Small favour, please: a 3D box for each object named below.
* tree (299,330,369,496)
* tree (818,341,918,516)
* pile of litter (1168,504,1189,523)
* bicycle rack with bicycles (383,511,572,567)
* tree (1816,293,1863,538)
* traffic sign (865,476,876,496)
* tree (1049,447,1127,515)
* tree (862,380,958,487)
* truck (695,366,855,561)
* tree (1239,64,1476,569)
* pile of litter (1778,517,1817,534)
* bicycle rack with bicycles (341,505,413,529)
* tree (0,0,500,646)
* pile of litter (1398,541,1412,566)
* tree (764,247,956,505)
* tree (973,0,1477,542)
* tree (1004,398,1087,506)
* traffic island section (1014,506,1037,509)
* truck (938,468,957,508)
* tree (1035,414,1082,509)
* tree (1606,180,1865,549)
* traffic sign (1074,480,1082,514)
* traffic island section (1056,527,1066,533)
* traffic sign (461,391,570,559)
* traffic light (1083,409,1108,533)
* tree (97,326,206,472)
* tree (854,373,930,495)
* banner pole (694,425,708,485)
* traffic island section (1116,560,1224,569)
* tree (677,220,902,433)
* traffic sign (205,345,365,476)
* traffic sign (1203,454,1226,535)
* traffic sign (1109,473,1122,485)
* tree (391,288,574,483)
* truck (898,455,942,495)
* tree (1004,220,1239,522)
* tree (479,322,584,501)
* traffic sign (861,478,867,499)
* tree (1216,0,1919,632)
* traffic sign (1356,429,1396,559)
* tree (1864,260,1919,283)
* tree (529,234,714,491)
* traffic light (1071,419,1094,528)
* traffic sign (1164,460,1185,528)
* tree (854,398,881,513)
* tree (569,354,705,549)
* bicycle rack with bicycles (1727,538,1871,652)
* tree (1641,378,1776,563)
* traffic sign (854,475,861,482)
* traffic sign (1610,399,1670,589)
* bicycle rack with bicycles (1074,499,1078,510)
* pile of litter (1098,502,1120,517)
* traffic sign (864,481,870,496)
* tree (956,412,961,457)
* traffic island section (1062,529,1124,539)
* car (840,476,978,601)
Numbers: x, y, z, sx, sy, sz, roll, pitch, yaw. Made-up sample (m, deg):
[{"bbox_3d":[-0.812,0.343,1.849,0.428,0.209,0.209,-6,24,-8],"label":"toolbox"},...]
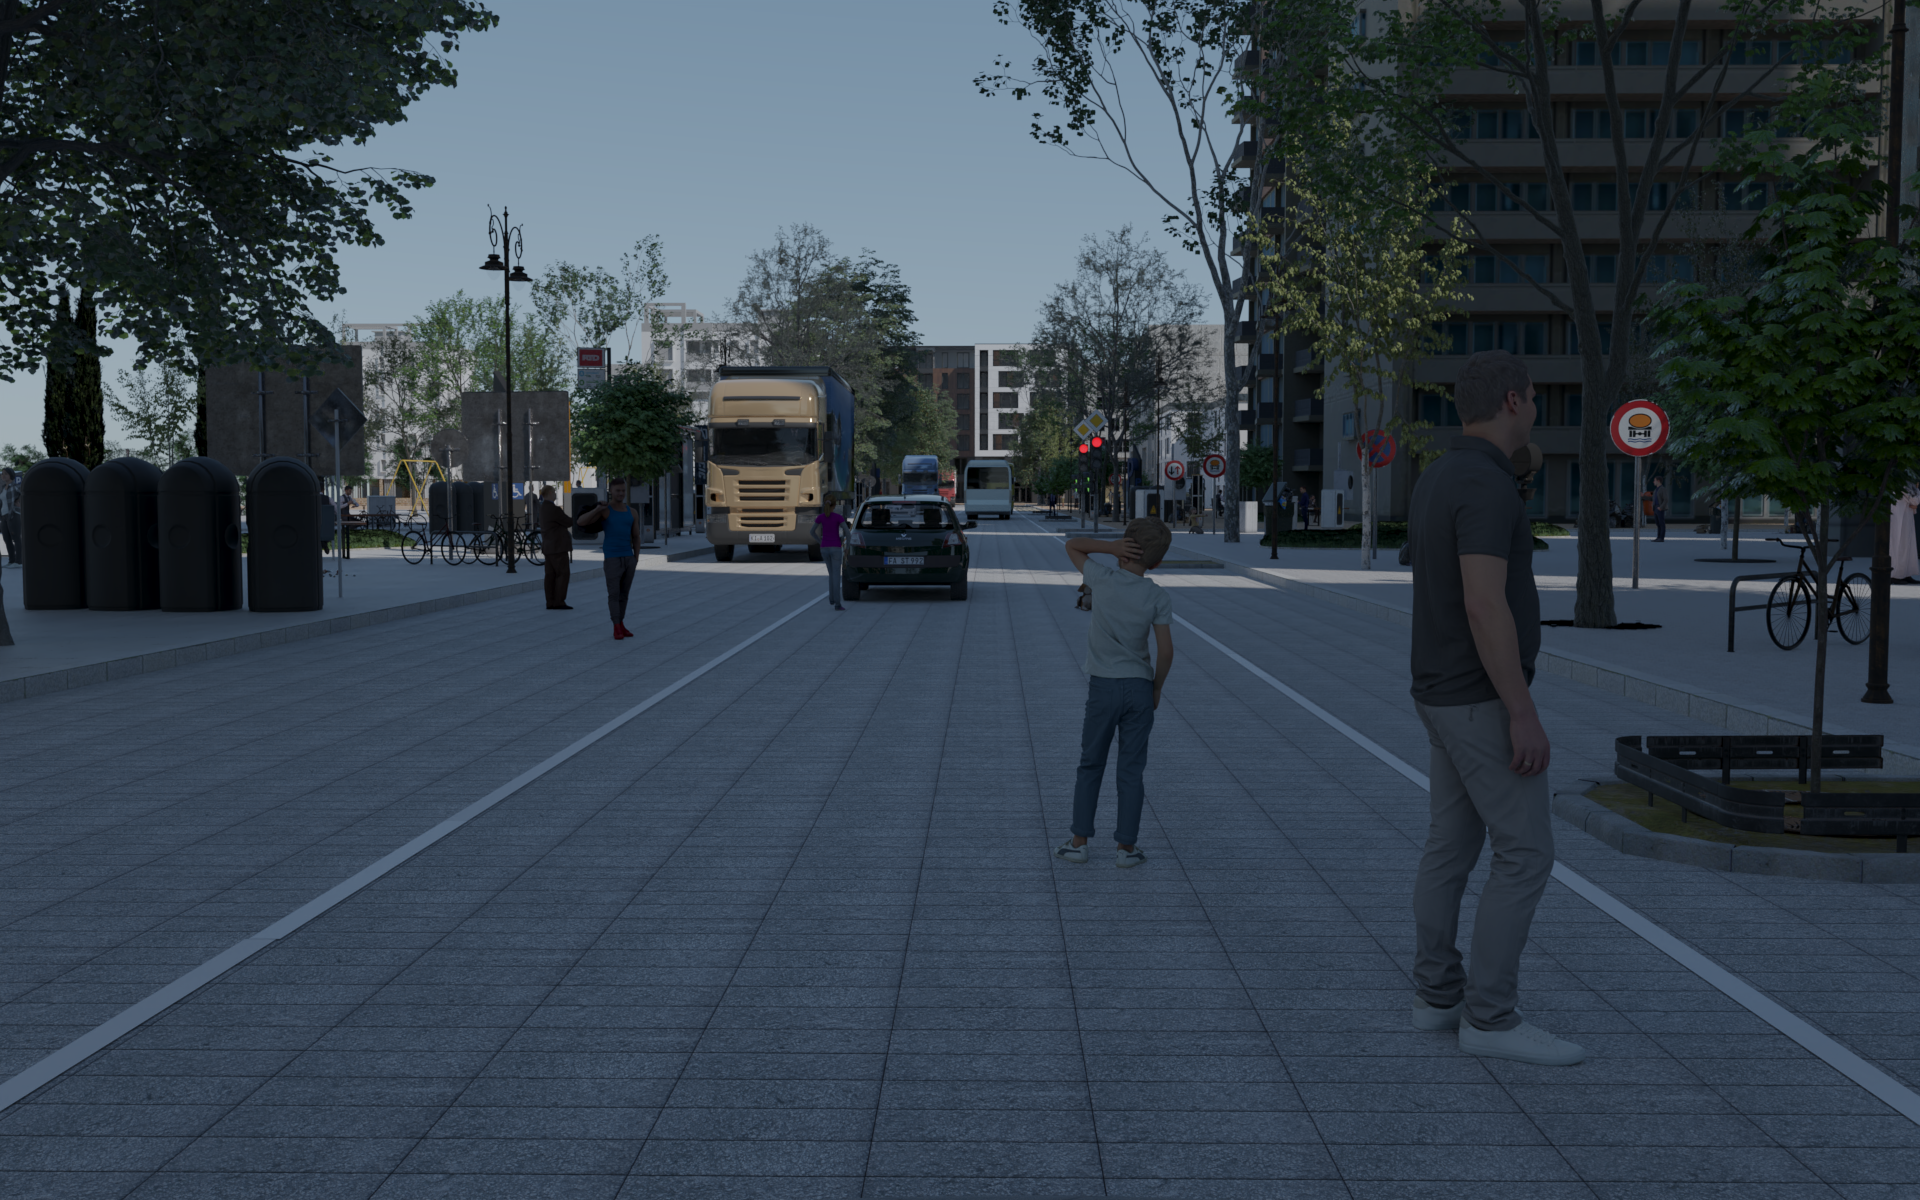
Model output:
[{"bbox_3d":[-27.890,-7.692,76.132,4.737,8.622,4.395,0,3,0],"label":"tree"},{"bbox_3d":[-6.359,-10.186,100.946,8.767,10.594,7.601,1,4,11],"label":"tree"},{"bbox_3d":[9.858,-3.815,76.346,1.719,0.858,1.176,-2,4,-35],"label":"pile of litter"},{"bbox_3d":[-8.368,-1.116,31.631,2.925,0.926,2.852,2,4,35],"label":"bicycle rack with bicycles"},{"bbox_3d":[24.613,-6.089,49.921,4.737,8.622,4.395,0,3,0],"label":"tree"},{"bbox_3d":[-6.220,-7.354,120.350,0.768,2.556,0.104,0,4,2],"label":"traffic sign"},{"bbox_3d":[8.485,-7.520,106.670,4.285,4.588,4.351,0,3,0],"label":"tree"},{"bbox_3d":[-4.937,-15.516,170.690,9.611,12.733,9.660,0,3,0],"label":"tree"},{"bbox_3d":[-4.031,-3.143,40.297,2.839,4.237,11.283,0,4,0],"label":"truck"},{"bbox_3d":[6.822,-4.812,29.044,4.737,8.622,4.395,0,3,0],"label":"tree"},{"bbox_3d":[27.258,-2.575,56.060,1.176,0.858,1.719,-2,4,-35],"label":"pile of litter"},{"bbox_3d":[-18.958,-2.603,55.946,2.925,0.926,2.852,0,4,-4],"label":"bicycle rack with bicycles"},{"bbox_3d":[-8.383,-6.587,14.358,9.857,13.997,8.962,0,3,0],"label":"tree"},{"bbox_3d":[8.591,-1.059,31.288,1.719,0.858,1.176,-3,4,-37],"label":"pile of litter"},{"bbox_3d":[-6.387,-11.255,90.671,9.857,13.997,8.962,0,3,0],"label":"tree"},{"bbox_3d":[6.718,-11.507,44.037,12.611,20.169,13.585,0,3,0],"label":"tree"},{"bbox_3d":[10.186,-18.216,214.834,9.611,12.733,9.660,0,3,0],"label":"tree"},{"bbox_3d":[6.421,-8.825,167.161,1.991,0.108,1.994,0,4,1],"label":"traffic island section"},{"bbox_3d":[-1.679,-12.054,186.001,2.839,4.237,11.283,0,4,0],"label":"truck"},{"bbox_3d":[8.564,-12.320,151.796,4.737,8.622,4.395,0,3,0],"label":"tree"},{"bbox_3d":[17.510,-5.469,39.784,4.360,8.622,3.978,0,3,0],"label":"tree"},{"bbox_3d":[7.697,-6.818,111.470,0.884,2.594,0.081,0,4,7],"label":"traffic sign"},{"bbox_3d":[4.652,-2.627,65.238,2.009,0.180,2.903,0,4,1],"label":"traffic island section"},{"bbox_3d":[-8.808,-2.473,34.303,2.265,3.308,0.079,1,4,10],"label":"traffic sign"},{"bbox_3d":[4.474,-4.172,57.141,0.839,4.253,0.868,0,4,1],"label":"traffic light"},{"bbox_3d":[-33.764,-7.522,73.339,4.737,8.622,4.395,0,3,0],"label":"tree"},{"bbox_3d":[-6.387,-13.797,143.703,7.486,12.596,7.792,0,3,0],"label":"tree"},{"bbox_3d":[-8.068,-3.988,55.218,0.863,3.779,0.401,-1,4,-16],"label":"banner pole"},{"bbox_3d":[4.120,-0.700,34.305,1.991,0.108,1.994,0,4,1],"label":"traffic island section"},{"bbox_3d":[-7.493,-10.204,77.213,12.009,13.543,11.850,0,3,0],"label":"tree"},{"bbox_3d":[-9.284,-1.831,23.815,2.265,3.308,0.079,0,4,7],"label":"traffic sign"},{"bbox_3d":[8.053,-3.346,54.805,0.768,2.556,0.104,0,4,5],"label":"traffic sign"},{"bbox_3d":[9.306,-6.348,103.899,0.768,2.556,0.104,0,4,2],"label":"traffic sign"},{"bbox_3d":[-24.384,-9.832,86.511,9.928,11.665,9.643,0,3,0],"label":"tree"},{"bbox_3d":[-2.683,-8.336,126.058,2.967,4.110,18.799,0,4,0],"label":"truck"},{"bbox_3d":[7.094,-10.298,78.747,12.009,13.543,11.850,0,3,0],"label":"tree"},{"bbox_3d":[-17.878,-7.526,73.415,4.737,8.622,4.395,0,3,0],"label":"tree"},{"bbox_3d":[-7.648,-8.529,139.561,0.768,2.556,0.104,0,4,4],"label":"traffic sign"},{"bbox_3d":[6.196,-5.551,16.512,9.928,11.665,9.643,0,3,0],"label":"tree"},{"bbox_3d":[8.168,-2.076,34.045,0.768,2.556,0.104,1,4,9],"label":"traffic sign"},{"bbox_3d":[25.084,-5.737,44.162,4.360,8.622,3.978,0,3,0],"label":"tree"},{"bbox_3d":[-24.410,-16.480,125.340,12.611,20.169,13.585,0,3,0],"label":"tree"},{"bbox_3d":[4.613,-4.661,65.125,0.839,4.253,0.868,0,4,1],"label":"traffic light"},{"bbox_3d":[8.045,-3.969,65.004,0.768,2.556,0.104,0,4,3],"label":"traffic sign"},{"bbox_3d":[-6.988,-10.038,114.484,4.360,8.622,3.978,0,3,0],"label":"tree"},{"bbox_3d":[-7.730,-3.495,40.861,4.285,4.588,4.351,0,3,0],"label":"tree"},{"bbox_3d":[7.711,-0.038,13.998,2.925,0.926,2.852,-3,5,-41],"label":"bicycle rack with bicycles"},{"bbox_3d":[14.645,-3.001,32.788,4.285,4.588,4.351,0,3,0],"label":"tree"},{"bbox_3d":[-7.180,-7.293,118.971,0.795,2.593,0.064,0,4,5],"label":"traffic sign"},{"bbox_3d":[9.160,-1.426,23.414,0.768,2.556,0.104,1,4,9],"label":"traffic sign"},{"bbox_3d":[10.400,-7.616,137.903,2.852,0.926,2.925,0,4,-6],"label":"bicycle rack with bicycles"},{"bbox_3d":[8.370,-5.023,96.097,1.719,0.858,1.176,-1,4,-12],"label":"pile of litter"},{"bbox_3d":[-6.591,-7.716,126.262,0.768,2.556,0.104,0,4,5],"label":"traffic sign"},{"bbox_3d":[-4.621,-17.900,199.316,9.857,13.997,8.962,0,3,0],"label":"tree"},{"bbox_3d":[4.514,-2.139,57.254,2.009,0.180,2.903,0,4,1],"label":"traffic island section"},{"bbox_3d":[-0.747,-0.912,24.693,2.009,1.686,4.222,0,4,0],"label":"car"}]
